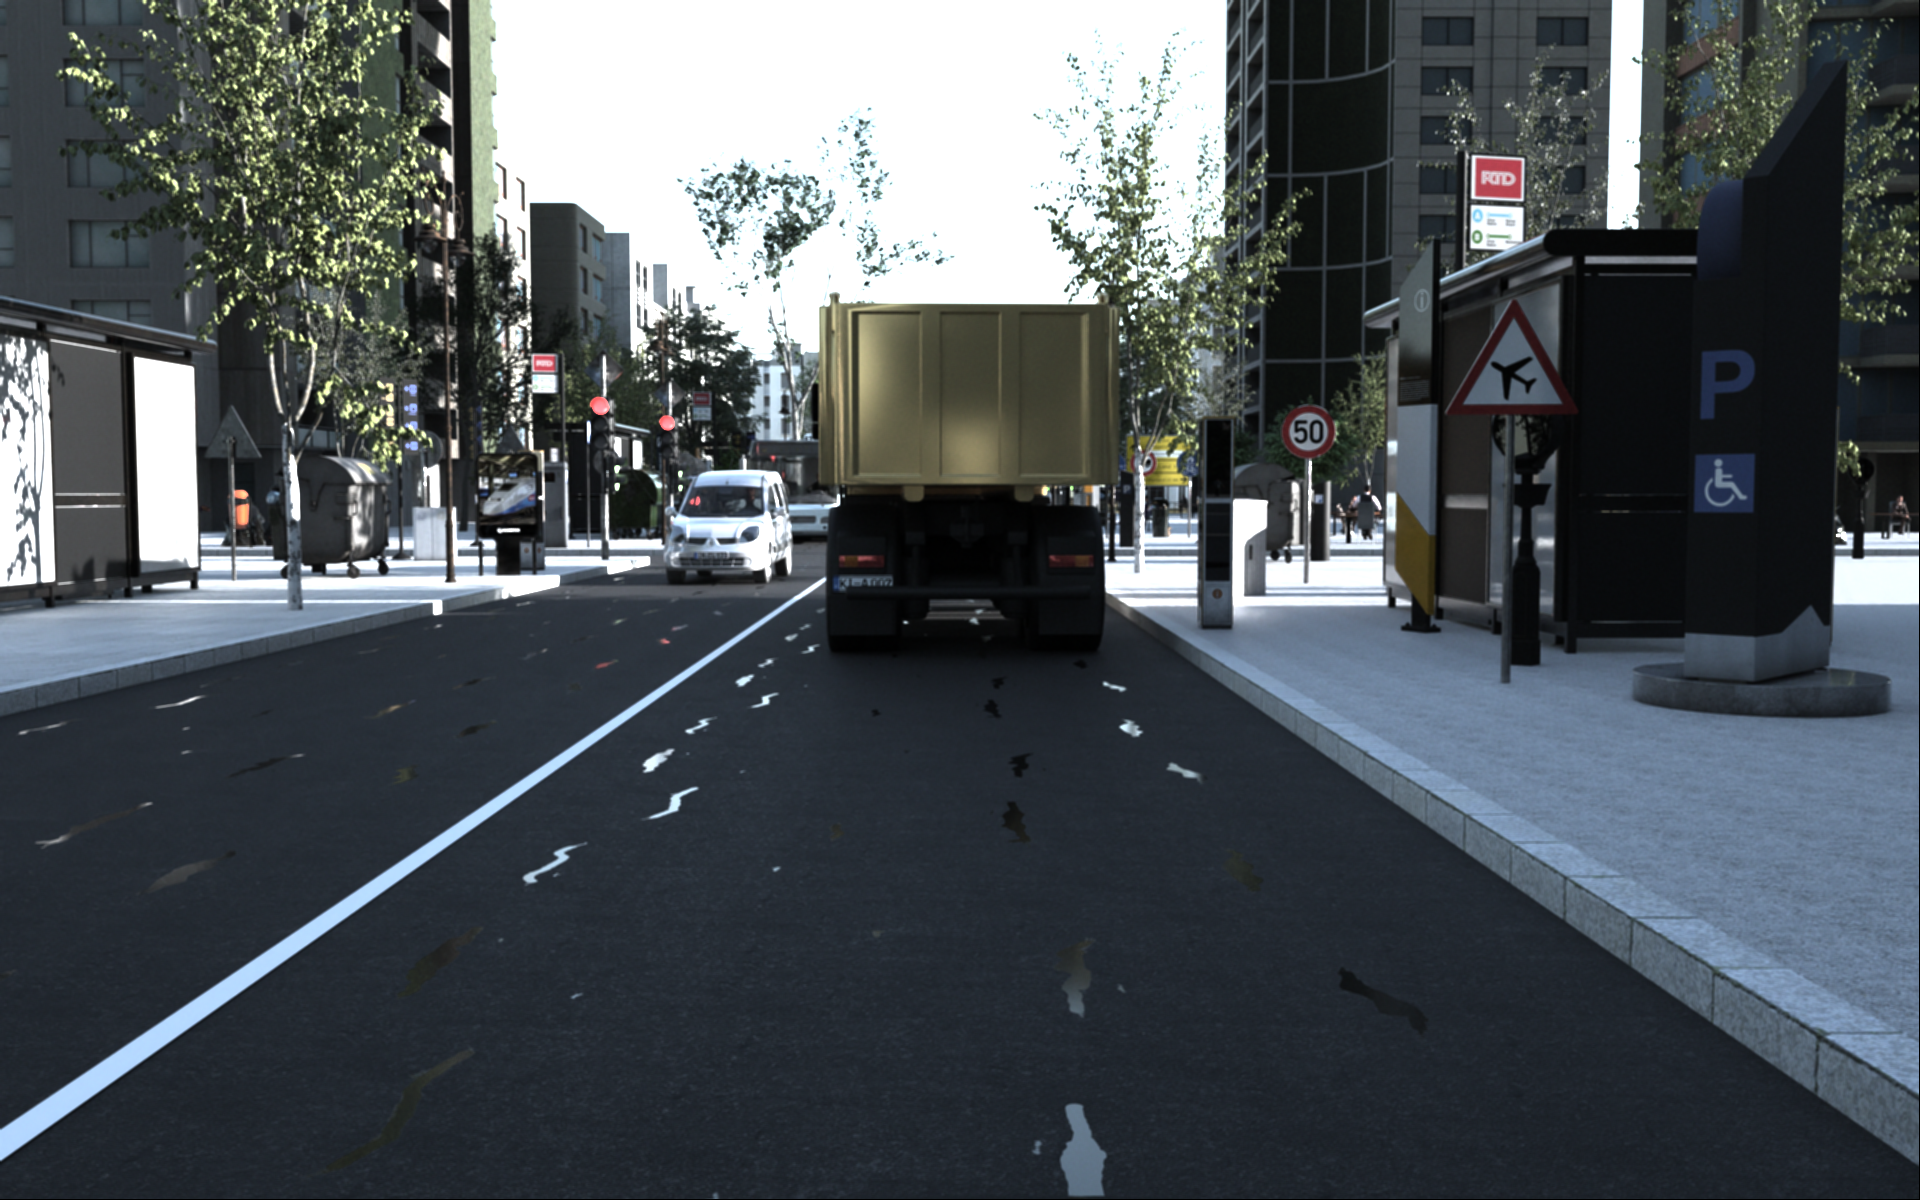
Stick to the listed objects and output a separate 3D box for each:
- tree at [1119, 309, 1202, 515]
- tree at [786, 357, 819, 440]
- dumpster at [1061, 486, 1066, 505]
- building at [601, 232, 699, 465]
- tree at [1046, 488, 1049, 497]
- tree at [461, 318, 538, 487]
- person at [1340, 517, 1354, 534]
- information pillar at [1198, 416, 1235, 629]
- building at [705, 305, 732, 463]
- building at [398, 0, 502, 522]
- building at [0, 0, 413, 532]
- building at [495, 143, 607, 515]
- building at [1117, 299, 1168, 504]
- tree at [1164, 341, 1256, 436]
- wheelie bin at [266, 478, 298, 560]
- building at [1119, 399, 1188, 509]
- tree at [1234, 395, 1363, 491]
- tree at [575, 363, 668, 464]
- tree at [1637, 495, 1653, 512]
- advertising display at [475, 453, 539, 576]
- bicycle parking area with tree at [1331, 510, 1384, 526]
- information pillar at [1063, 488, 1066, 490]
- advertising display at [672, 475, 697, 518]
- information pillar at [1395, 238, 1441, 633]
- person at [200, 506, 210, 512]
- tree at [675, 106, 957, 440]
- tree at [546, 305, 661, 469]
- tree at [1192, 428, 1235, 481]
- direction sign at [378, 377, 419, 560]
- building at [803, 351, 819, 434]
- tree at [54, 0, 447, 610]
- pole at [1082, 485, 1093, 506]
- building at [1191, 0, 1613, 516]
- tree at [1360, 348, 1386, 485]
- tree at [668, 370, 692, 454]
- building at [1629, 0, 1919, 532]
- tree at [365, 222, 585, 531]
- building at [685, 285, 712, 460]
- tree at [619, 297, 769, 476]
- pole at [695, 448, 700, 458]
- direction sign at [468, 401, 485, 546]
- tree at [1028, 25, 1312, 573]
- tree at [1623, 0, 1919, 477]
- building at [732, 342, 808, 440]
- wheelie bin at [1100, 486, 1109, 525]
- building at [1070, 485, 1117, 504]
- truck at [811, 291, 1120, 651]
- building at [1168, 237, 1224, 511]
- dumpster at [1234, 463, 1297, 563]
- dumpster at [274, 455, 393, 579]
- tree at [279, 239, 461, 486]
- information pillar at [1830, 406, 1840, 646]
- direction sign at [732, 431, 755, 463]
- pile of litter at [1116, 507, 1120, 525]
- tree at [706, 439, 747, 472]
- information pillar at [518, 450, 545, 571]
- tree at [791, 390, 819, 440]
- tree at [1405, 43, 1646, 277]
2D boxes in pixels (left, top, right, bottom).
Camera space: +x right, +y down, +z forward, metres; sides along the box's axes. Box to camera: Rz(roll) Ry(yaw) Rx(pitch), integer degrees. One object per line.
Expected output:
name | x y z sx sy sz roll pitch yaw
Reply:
tree | 11.188 -11.477 105.776 7.486 12.596 7.792 0 3 0
tree | -9.060 -12.367 127.959 9.928 11.665 9.643 0 3 0
dumpster | 5.063 -5.195 90.701 1.264 1.857 1.865 0 4 0
building | -30.669 -16.291 132.819 16.747 18.905 31.486 0 4 0
tree | 3.332 -9.033 98.047 4.360 8.622 3.978 0 3 0
tree | -19.417 -7.465 72.417 4.360 8.622 3.978 0 3 0
person | 12.258 -2.343 54.830 0.357 0.543 0.381 3 5 42
information pillar | 2.442 -0.736 16.524 0.304 2.012 0.304 0 4 1
building | -39.177 -18.585 170.326 31.486 18.905 16.747 0 4 0
building | -28.899 -18.585 75.567 14.160 30.474 14.107 0 4 0
building | -28.872 -23.093 61.168 14.154 41.232 14.086 0 4 0
building | -36.531 -15.426 97.252 27.650 21.520 28.899 0 4 0
building | 24.598 -19.401 173.622 16.016 20.091 11.380 0 4 0
tree | 11.766 -7.969 80.658 4.360 8.622 3.978 0 3 0
wheelie bin | -13.132 -1.590 33.900 0.693 1.594 0.980 1 4 13
building | 19.850 -12.913 153.277 9.099 9.664 28.070 0 4 0
tree | 11.544 -4.497 57.232 4.285 4.588 4.351 0 3 0
tree | -18.234 -8.540 89.988 4.360 8.622 3.978 0 3 0
tree | 19.664 -3.329 49.030 1.663 3.219 1.824 0 3 0
advertising display | -7.138 -1.351 27.311 0.974 1.923 0.123 -2 4 -30
bicycle parking area with tree | 19.512 -5.048 69.540 8.231 4.147 9.016 -2 4 -26
information pillar | 6.999 -6.861 116.676 0.304 2.012 0.304 -1 4 -8
advertising display | -9.047 -3.194 57.429 0.974 1.923 0.123 -1 4 -23
information pillar | 4.270 -1.516 16.146 0.183 3.616 0.504 -2 4 -25
person | -12.659 -1.223 28.417 0.546 1.535 0.453 -3 5 -42
tree | -7.018 -13.989 84.617 12.611 20.169 13.585 0 3 0
tree | -14.255 -7.204 68.145 4.737 8.622 4.395 0 3 0
tree | 11.295 -5.521 73.983 4.285 4.588 4.351 0 3 0
direction sign | -10.985 -2.567 33.962 0.379 3.537 0.876 3 4 36
building | -3.707 -21.818 223.185 31.486 18.905 16.747 0 4 0
tree | -7.344 -4.181 18.729 4.737 8.622 4.395 0 3 0
pole | 2.294 -2.281 31.142 0.158 3.312 0.155 0 3 0
building | 25.829 -40.810 105.493 20.563 71.187 20.611 0 4 0
tree | 20.398 -8.348 86.845 4.737 8.622 4.395 0 3 0
tree | -17.483 -9.054 98.391 4.360 8.622 3.978 0 3 0
building | 40.844 -25.178 66.284 28.867 44.769 22.147 0 4 0
tree | -16.759 -7.634 59.220 7.601 10.594 8.767 0 4 7
building | -30.382 -18.256 154.903 16.016 20.091 11.380 0 4 0
tree | -17.210 -12.531 111.541 9.857 13.997 8.962 0 3 0
pole | -11.567 -5.054 76.471 0.158 3.312 0.155 0 3 0
direction sign | -11.892 -3.093 42.562 0.379 3.537 0.876 -3 4 -36
tree | 3.093 -4.730 27.696 4.737 8.622 4.395 0 3 0
tree | 11.072 -4.469 23.431 4.737 8.622 4.395 0 3 0
building | -25.136 -22.388 222.467 11.380 20.091 16.016 0 4 0
wheelie bin | 5.675 -3.847 70.803 0.693 1.594 0.980 -2 4 -24
building | 17.977 -22.390 222.490 11.380 20.091 16.016 0 4 0
truck | -0.103 -1.437 19.424 3.469 3.379 9.791 0 4 -2
building | 24.902 -16.935 133.303 16.016 20.091 11.380 0 4 0
dumpster | 5.626 -1.654 32.797 1.264 1.857 1.865 0 4 0
dumpster | -9.677 -1.287 26.799 1.264 1.857 1.865 0 4 0
tree | -17.330 -6.039 49.107 4.360 8.622 3.978 0 3 0
information pillar | 7.229 -0.624 14.694 0.304 2.012 0.304 1 4 13
direction sign | -7.843 -4.334 62.855 0.876 3.537 0.379 -1 4 -21
pile of litter | 7.098 -3.585 72.580 1.176 0.858 1.719 0 4 3
tree | -8.205 -4.078 61.285 1.663 3.219 1.824 0 3 0
information pillar | -7.205 -1.507 29.136 0.304 2.012 0.304 2 4 26
tree | -9.168 -10.125 115.913 4.360 8.622 3.978 0 3 0
tree | 9.469 -4.838 29.466 4.360 8.622 3.978 0 3 0
